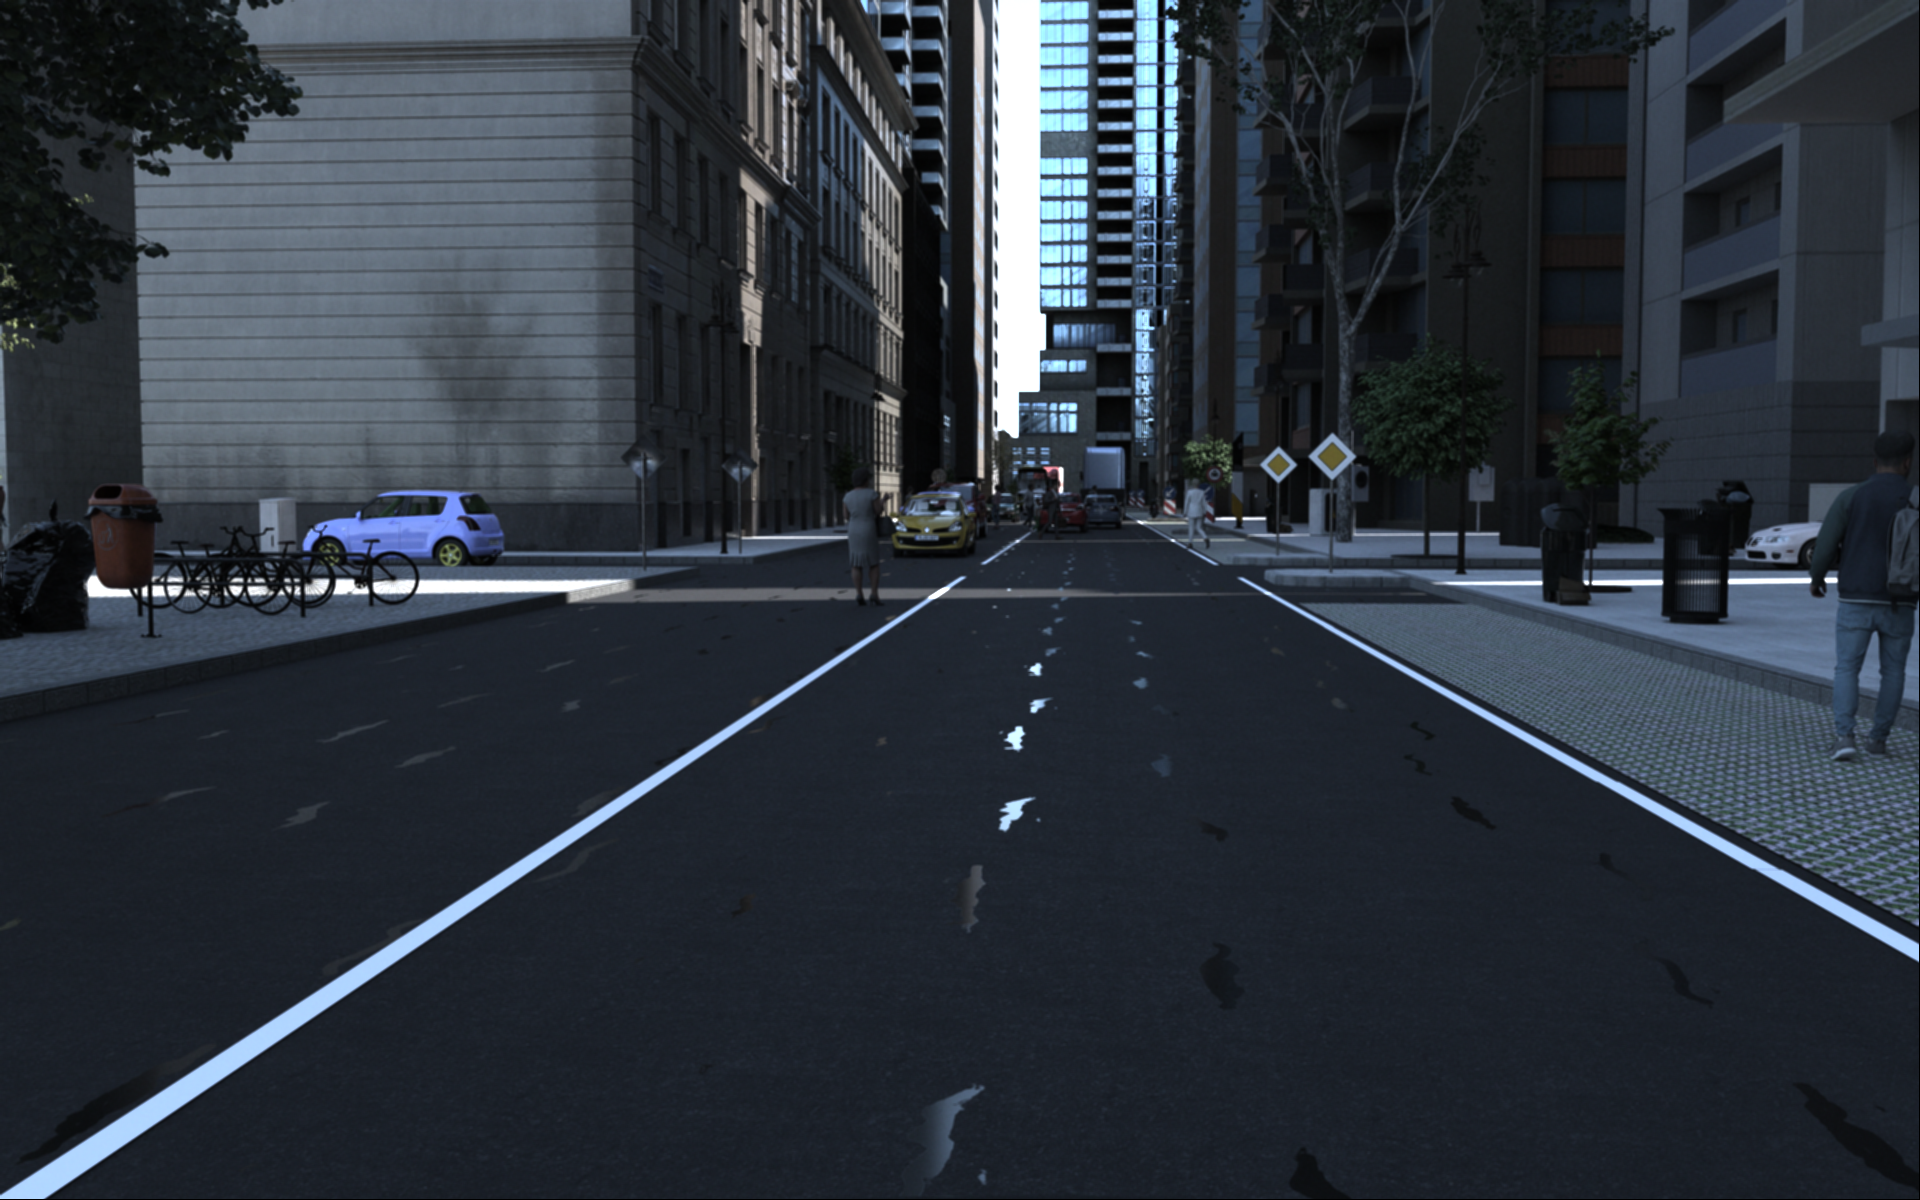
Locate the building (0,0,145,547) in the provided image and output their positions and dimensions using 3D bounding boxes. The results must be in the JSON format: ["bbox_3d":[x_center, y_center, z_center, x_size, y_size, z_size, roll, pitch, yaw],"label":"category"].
[{"bbox_3d":[-29.482,-11.596,44.349,16.860,20.320,10.420,0,4,4],"label":"building"}]

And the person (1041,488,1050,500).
[{"bbox_3d":[5.762,-6.443,113.775,1.348,1.831,0.705,-2,4,-32],"label":"person"}]

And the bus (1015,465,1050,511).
[{"bbox_3d":[6.254,-9.663,149.540,2.896,3.916,12.252,0,4,3],"label":"bus"}]

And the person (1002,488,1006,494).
[{"bbox_3d":[2.842,-6.130,109.005,0.850,1.792,0.678,0,4,3],"label":"person"}]

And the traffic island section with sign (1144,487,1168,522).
[{"bbox_3d":[10.567,-4.886,88.510,1.989,1.847,2.006,0,4,4],"label":"traffic island section with sign"}]

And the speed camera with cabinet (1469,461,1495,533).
[{"bbox_3d":[17.712,-3.805,56.546,2.038,3.252,0.660,0,4,-1],"label":"speed camera with cabinet"}]

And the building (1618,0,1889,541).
[{"bbox_3d":[34.105,-30.649,43.104,28.212,58.520,21.231,0,4,4],"label":"building"}]

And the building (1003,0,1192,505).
[{"bbox_3d":[21.211,-54.522,204.112,31.000,86.520,22.319,0,4,4],"label":"building"}]

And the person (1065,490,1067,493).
[{"bbox_3d":[8.719,-8.160,142.696,1.217,1.735,0.721,0,4,7],"label":"person"}]

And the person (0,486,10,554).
[{"bbox_3d":[-18.643,-1.527,33.435,0.580,1.828,0.573,3,4,36],"label":"person"}]

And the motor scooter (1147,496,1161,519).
[{"bbox_3d":[10.803,-5.115,96.403,0.815,1.314,1.986,0,4,6],"label":"motor scooter"}]

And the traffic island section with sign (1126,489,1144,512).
[{"bbox_3d":[14.254,-7.909,137.939,1.989,1.847,2.006,0,4,4],"label":"traffic island section with sign"}]

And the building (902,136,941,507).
[{"bbox_3d":[-7.945,-16.562,100.469,12.332,23.373,15.834,0,4,4],"label":"building"}]

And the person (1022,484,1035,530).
[{"bbox_3d":[2.740,-3.744,69.563,0.795,1.843,0.661,3,5,39],"label":"person"}]

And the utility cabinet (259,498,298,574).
[{"bbox_3d":[-10.710,-0.981,27.196,0.306,1.237,1.020,-3,4,-37],"label":"utility cabinet"}]

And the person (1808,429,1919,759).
[{"bbox_3d":[4.959,-0.030,9.341,0.623,1.781,0.721,1,4,12],"label":"person"}]

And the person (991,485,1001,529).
[{"bbox_3d":[1.484,-3.849,71.440,0.388,1.821,0.555,-2,4,-35],"label":"person"}]

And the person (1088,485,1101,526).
[{"bbox_3d":[5.994,-4.261,78.268,0.850,1.850,0.679,2,4,27],"label":"person"}]

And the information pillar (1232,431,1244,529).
[{"bbox_3d":[10.326,-4.468,64.405,0.504,3.616,0.183,-2,4,-33],"label":"information pillar"}]

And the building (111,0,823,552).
[{"bbox_3d":[-11.825,-15.455,49.945,12.463,27.353,25.104,0,4,4],"label":"building"}]

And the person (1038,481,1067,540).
[{"bbox_3d":[2.896,-2.801,54.255,0.822,1.834,0.622,2,4,31],"label":"person"}]

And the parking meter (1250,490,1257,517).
[{"bbox_3d":[16.302,-5.374,96.276,0.372,1.533,0.369,0,3,0],"label":"parking meter"}]

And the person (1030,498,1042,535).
[{"bbox_3d":[2.652,-2.911,60.346,0.590,1.304,0.306,-3,4,-39],"label":"person"}]

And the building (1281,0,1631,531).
[{"bbox_3d":[23.816,-25.479,71.213,22.147,44.769,28.867,0,4,4],"label":"building"}]

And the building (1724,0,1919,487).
[{"bbox_3d":[23.482,-25.775,10.660,28.713,52.752,27.495,0,4,4],"label":"building"}]

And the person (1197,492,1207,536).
[{"bbox_3d":[8.155,-2.913,58.725,0.503,1.515,0.523,2,4,31],"label":"person"}]

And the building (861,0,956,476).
[{"bbox_3d":[-11.076,-49.813,127.120,22.319,86.520,31.000,0,4,4],"label":"building"}]

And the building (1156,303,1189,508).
[{"bbox_3d":[33.829,-19.902,170.438,27.650,21.520,28.899,0,4,4],"label":"building"}]

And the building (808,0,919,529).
[{"bbox_3d":[-11.322,-14.953,77.766,16.112,22.955,30.059,0,4,4],"label":"building"}]

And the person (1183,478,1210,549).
[{"bbox_3d":[6.105,-2.216,44.608,0.514,1.842,0.818,-2,4,-34],"label":"person"}]

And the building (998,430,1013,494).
[{"bbox_3d":[-7.725,-37.992,210.401,27.495,52.752,28.713,0,4,4],"label":"building"}]

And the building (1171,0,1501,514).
[{"bbox_3d":[28.706,-29.713,140.436,22.147,44.769,28.867,0,4,4],"label":"building"}]

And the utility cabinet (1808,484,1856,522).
[{"bbox_3d":[18.734,-1.724,36.871,1.173,1.500,0.318,2,4,34],"label":"utility cabinet"}]

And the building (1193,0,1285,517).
[{"bbox_3d":[21.308,-27.677,102.631,14.600,45.320,14.200,0,4,4],"label":"building"}]

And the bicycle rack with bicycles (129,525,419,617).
[{"bbox_3d":[-7.818,-0.350,19.109,2.925,0.926,2.852,0,4,5],"label":"bicycle rack with bicycles"}]

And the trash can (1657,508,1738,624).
[{"bbox_3d":[7.330,-0.343,17.256,0.748,1.137,0.748,0,3,0],"label":"trash can"}]

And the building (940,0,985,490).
[{"bbox_3d":[-5.204,-30.634,150.977,14.600,45.320,14.200,0,4,4],"label":"building"}]

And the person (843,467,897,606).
[{"bbox_3d":[-1.130,-0.823,22.314,0.716,1.782,0.532,1,4,20],"label":"person"}]

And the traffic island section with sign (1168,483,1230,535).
[{"bbox_3d":[8.557,-3.242,61.629,1.989,1.847,2.006,0,4,4],"label":"traffic island section with sign"}]

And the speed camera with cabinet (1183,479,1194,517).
[{"bbox_3d":[13.042,-6.376,98.588,0.660,3.252,2.038,0,4,6],"label":"speed camera with cabinet"}]

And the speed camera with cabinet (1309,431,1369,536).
[{"bbox_3d":[11.743,-3.625,53.612,2.038,3.252,0.660,-2,4,-34],"label":"speed camera with cabinet"}]

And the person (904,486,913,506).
[{"bbox_3d":[-1.704,-3.056,59.471,0.522,1.701,0.512,-3,5,-44],"label":"person"}]

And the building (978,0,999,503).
[{"bbox_3d":[-10.273,-38.806,176.471,28.212,58.520,21.231,0,4,4],"label":"building"}]
